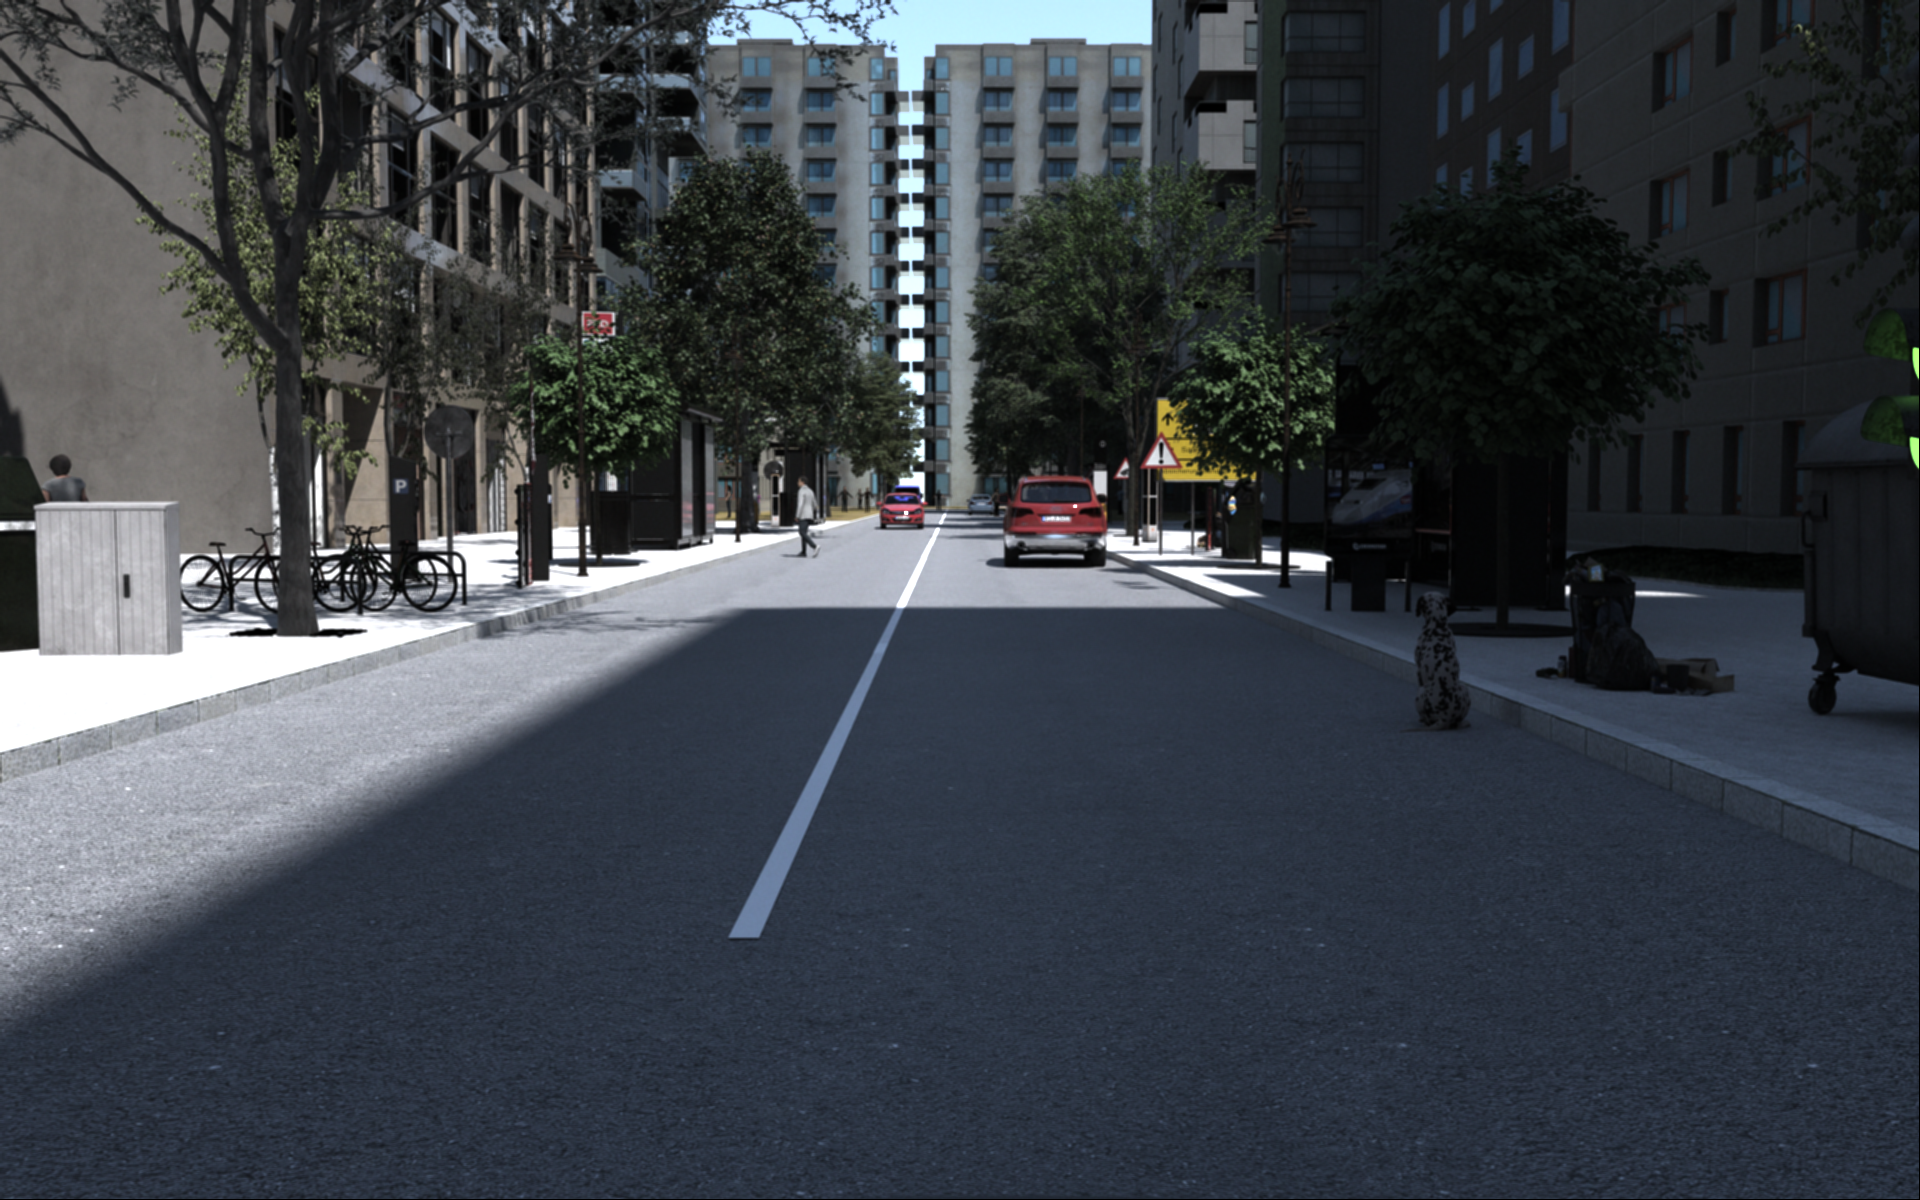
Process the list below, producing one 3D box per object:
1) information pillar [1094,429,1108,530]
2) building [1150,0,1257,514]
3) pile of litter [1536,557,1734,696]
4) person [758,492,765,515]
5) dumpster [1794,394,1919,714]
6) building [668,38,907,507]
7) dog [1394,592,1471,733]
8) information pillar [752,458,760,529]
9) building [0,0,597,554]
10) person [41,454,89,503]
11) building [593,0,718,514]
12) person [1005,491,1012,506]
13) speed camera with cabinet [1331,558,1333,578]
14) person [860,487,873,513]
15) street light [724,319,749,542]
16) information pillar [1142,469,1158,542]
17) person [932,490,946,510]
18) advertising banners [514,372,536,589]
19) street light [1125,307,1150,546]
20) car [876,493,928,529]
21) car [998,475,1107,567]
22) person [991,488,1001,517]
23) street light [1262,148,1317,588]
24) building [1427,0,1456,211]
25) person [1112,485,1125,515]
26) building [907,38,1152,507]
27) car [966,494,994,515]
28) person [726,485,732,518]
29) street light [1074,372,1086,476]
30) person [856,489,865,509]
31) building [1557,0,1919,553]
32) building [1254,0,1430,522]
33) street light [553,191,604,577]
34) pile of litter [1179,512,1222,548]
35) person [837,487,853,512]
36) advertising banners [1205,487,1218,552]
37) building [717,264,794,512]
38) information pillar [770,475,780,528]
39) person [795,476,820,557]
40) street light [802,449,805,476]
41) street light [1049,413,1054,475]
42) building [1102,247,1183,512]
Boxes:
[{"bbox_3d":[5.025,-4.311,61.836,0.504,3.616,0.183,1,4,17],"label":"information pillar"},{"bbox_3d":[26.591,-31.632,106.418,28.713,52.752,27.495,0,4,0],"label":"building"},{"bbox_3d":[4.598,0.130,11.843,1.176,0.858,1.719,0,4,8],"label":"pile of litter"},{"bbox_3d":[-12.308,-5.866,105.179,0.991,1.433,0.599,1,4,14],"label":"person"},{"bbox_3d":[5.537,-0.219,9.343,1.264,1.857,1.865,0,4,0],"label":"dumpster"},{"bbox_3d":[-20.520,-34.586,185.084,30.456,49.044,23.786,0,4,0],"label":"building"},{"bbox_3d":[2.870,0.378,10.658,0.513,0.831,0.800,3,5,45],"label":"dog"},{"bbox_3d":[-7.630,-4.418,63.584,0.504,3.616,0.183,-1,4,-9],"label":"information pillar"},{"bbox_3d":[-24.297,-15.202,53.068,19.350,26.468,34.151,0,4,0],"label":"building"},{"bbox_3d":[-11.284,-0.953,21.985,0.716,1.782,0.532,-3,5,-41],"label":"person"},{"bbox_3d":[-24.969,-47.878,95.470,22.319,86.520,31.000,0,4,0],"label":"building"},{"bbox_3d":[4.315,-9.091,154.778,1.348,1.812,0.705,-3,4,-36],"label":"person"},{"bbox_3d":[6.043,-1.973,26.590,0.660,3.252,2.038,1,4,14],"label":"speed camera with cabinet"},{"bbox_3d":[-6.465,-6.930,119.868,1.217,1.766,0.721,-3,5,-42],"label":"person"},{"bbox_3d":[-5.919,-4.477,45.982,0.468,5.910,1.993,0,4,0],"label":"street light"},{"bbox_3d":[5.045,-2.539,46.009,0.304,2.012,0.304,-2,4,-28],"label":"information pillar"},{"bbox_3d":[-1.890,-8.981,155.353,1.348,1.822,0.705,1,4,14],"label":"person"},{"bbox_3d":[-6.093,-1.723,24.367,0.090,3.025,2.074,0,4,-7],"label":"advertising banners"},{"bbox_3d":[4.389,-4.291,42.940,0.468,5.910,1.993,0,4,0],"label":"street light"},{"bbox_3d":[-2.413,-3.847,71.939,2.155,1.783,4.494,0,4,-2],"label":"car"},{"bbox_3d":[1.923,-1.656,35.753,2.281,1.827,5.304,0,4,2],"label":"car"},{"bbox_3d":[2.347,-6.190,109.717,0.705,1.823,1.348,3,5,42],"label":"person"},{"bbox_3d":[4.459,-3.108,23.606,0.468,5.910,1.993,0,4,0],"label":"street light"},{"bbox_3d":[22.305,-24.416,49.314,14.600,45.320,14.200,0,4,0],"label":"building"},{"bbox_3d":[9.977,-6.240,108.053,0.705,1.826,1.348,-2,4,-29],"label":"person"},{"bbox_3d":[10.190,-34.576,184.931,30.456,49.044,23.786,0,4,0],"label":"building"},{"bbox_3d":[1.437,-6.506,118.377,2.014,1.417,4.499,0,4,1],"label":"car"},{"bbox_3d":[-12.264,-5.170,91.288,0.721,1.735,1.217,0,4,-6],"label":"person"},{"bbox_3d":[4.353,-5.461,62.070,0.468,5.910,1.993,0,4,0],"label":"street light"},{"bbox_3d":[-8.802,-8.979,153.564,0.721,1.735,1.217,3,5,39],"label":"person"},{"bbox_3d":[28.189,-11.059,25.862,28.899,21.520,27.650,0,4,0],"label":"building"},{"bbox_3d":[19.754,-23.908,74.490,14.154,41.232,14.086,0,4,0],"label":"building"},{"bbox_3d":[-5.886,-3.307,26.852,0.468,5.910,1.993,0,4,0],"label":"street light"},{"bbox_3d":[6.199,-1.688,41.571,1.719,0.858,1.176,1,4,23],"label":"pile of litter"},{"bbox_3d":[-8.252,-7.221,124.133,1.348,1.821,0.705,-2,4,-33],"label":"person"},{"bbox_3d":[5.626,-2.622,39.065,0.090,3.025,2.074,1,4,17],"label":"advertising banners"},{"bbox_3d":[-28.807,-17.811,136.254,28.899,21.520,27.650,0,4,0],"label":"building"},{"bbox_3d":[-7.039,-3.755,65.883,0.304,2.012,0.304,-1,4,-15],"label":"information pillar"},{"bbox_3d":[-3.446,-1.892,39.279,0.795,1.843,0.661,2,4,28],"label":"person"},{"bbox_3d":[-5.924,-5.676,65.583,0.468,5.910,1.993,0,4,0],"label":"street light"},{"bbox_3d":[4.235,-6.631,81.199,0.468,5.910,1.993,0,4,0],"label":"street light"},{"bbox_3d":[25.794,-17.789,135.890,27.650,21.520,28.899,0,4,0],"label":"building"}]
